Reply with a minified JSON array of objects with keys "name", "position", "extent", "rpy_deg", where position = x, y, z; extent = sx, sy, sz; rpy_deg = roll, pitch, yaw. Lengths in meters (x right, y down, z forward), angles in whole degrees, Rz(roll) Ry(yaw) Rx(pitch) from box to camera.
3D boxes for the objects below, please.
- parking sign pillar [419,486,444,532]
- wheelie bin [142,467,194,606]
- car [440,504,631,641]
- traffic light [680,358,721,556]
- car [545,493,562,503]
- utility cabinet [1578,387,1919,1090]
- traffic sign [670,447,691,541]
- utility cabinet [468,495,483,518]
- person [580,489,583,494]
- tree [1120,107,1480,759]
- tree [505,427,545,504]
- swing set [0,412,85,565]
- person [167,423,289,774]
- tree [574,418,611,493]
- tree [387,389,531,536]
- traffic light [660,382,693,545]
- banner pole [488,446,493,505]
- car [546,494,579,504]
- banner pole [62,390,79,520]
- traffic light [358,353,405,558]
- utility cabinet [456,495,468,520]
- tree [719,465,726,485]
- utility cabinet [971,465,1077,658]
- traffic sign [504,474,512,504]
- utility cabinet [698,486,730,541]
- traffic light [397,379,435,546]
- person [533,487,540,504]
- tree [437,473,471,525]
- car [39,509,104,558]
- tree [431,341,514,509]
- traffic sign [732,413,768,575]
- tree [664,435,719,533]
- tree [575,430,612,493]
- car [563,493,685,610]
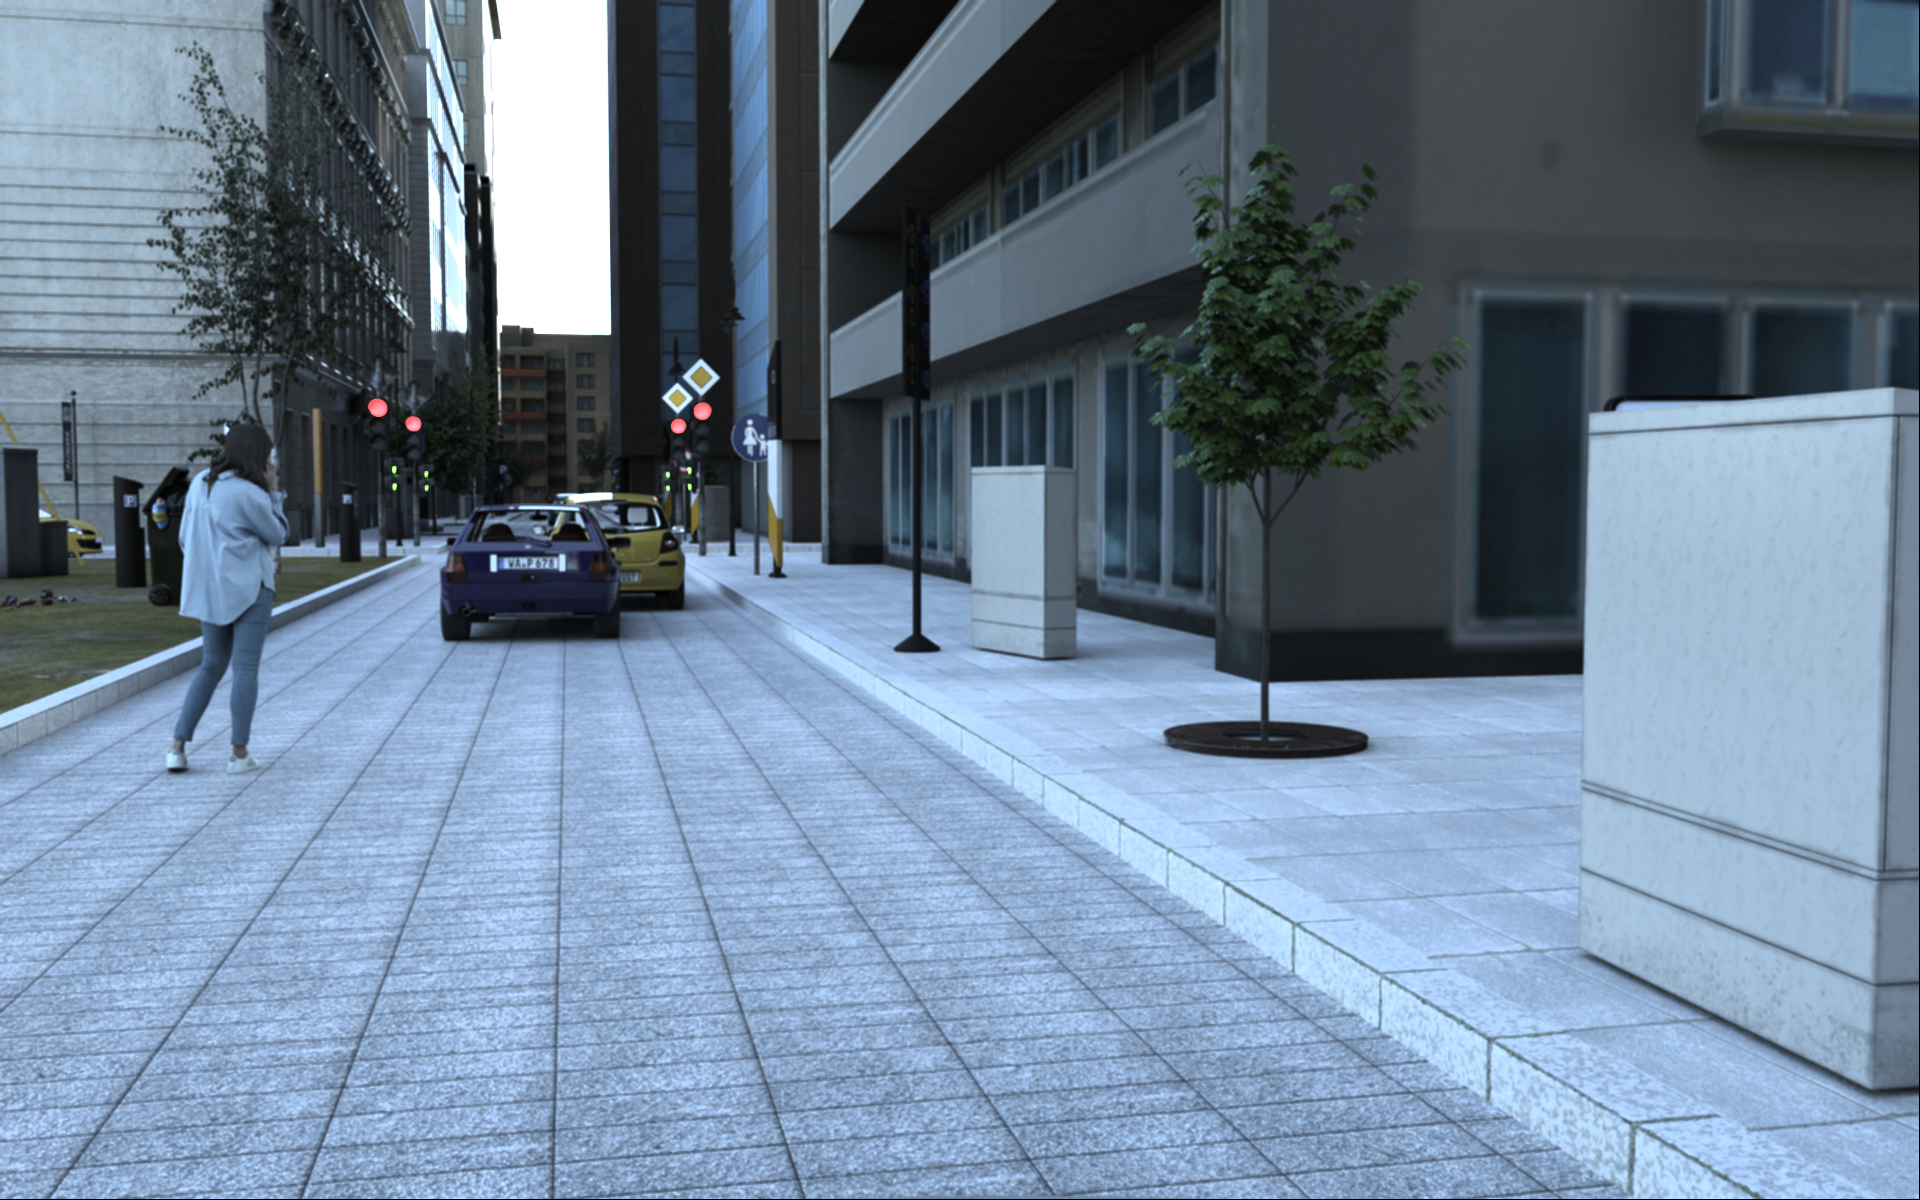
[{"name":"parking sign pillar","position":[-18.308,-4.299,58.769],"extent":[1.447,3.967,1.447],"rpy_deg":[-1,4,-21]},{"name":"wheelie bin","position":[-9.058,-0.750,20.171],"extent":[0.693,1.594,0.980],"rpy_deg":[-1,4,-10]},{"name":"car","position":[-4.486,-0.356,18.403],"extent":[1.945,1.354,3.894],"rpy_deg":[-1,4,-11]},{"name":"traffic light","position":[-5.375,-2.875,35.927],"extent":[0.839,4.253,0.868],"rpy_deg":[-1,4,-13]},{"name":"car","position":[-34.233,-8.472,147.555],"extent":[2.155,1.783,4.494],"rpy_deg":[-1,4,-14]},{"name":"utility cabinet","position":[1.976,0.273,4.223],"extent":[0.318,1.500,1.173],"rpy_deg":[-1,4,-10]},{"name":"traffic sign","position":[-7.499,-2.878,47.162],"extent":[0.768,2.556,0.104],"rpy_deg":[0,4,-7]},{"name":"utility cabinet","position":[-25.726,-4.916,91.531],"extent":[1.020,1.237,0.306],"rpy_deg":[1,4,12]},{"name":"person","position":[-29.770,-7.813,136.174],"extent":[0.705,1.831,1.348],"rpy_deg":[-1,4,-21]},{"name":"tree","position":[1.462,-0.863,8.714],"extent":[1.663,3.219,1.824],"rpy_deg":[0,3,0]},{"name":"tree","position":[-48.067,-14.713,190.912],"extent":[4.360,8.622,3.978],"rpy_deg":[0,3,0]},{"name":"swing set","position":[-17.837,-2.073,31.517],"extent":[2.862,2.851,3.119],"rpy_deg":[-3,4,-37]},{"name":"person","position":[-3.783,-0.008,8.903],"extent":[0.793,1.790,0.793],"rpy_deg":[-1,4,-10]},{"name":"tree","position":[-34.742,-13.240,166.831],"extent":[4.737,8.622,4.395],"rpy_deg":[0,3,0]},{"name":"tree","position":[-16.425,-4.306,54.115],"extent":[4.285,4.588,4.351],"rpy_deg":[0,3,0]},{"name":"traffic light","position":[-7.134,-3.351,43.717],"extent":[0.839,4.253,0.868],"rpy_deg":[-1,4,-13]},{"name":"banner pole","position":[-24.710,-6.188,91.187],"extent":[0.401,3.779,0.863],"rpy_deg":[-2,4,-30]},{"name":"car","position":[-18.018,-4.167,79.925],"extent":[2.131,1.459,4.920],"rpy_deg":[-1,4,-11]},{"name":"banner pole","position":[-21.383,-3.159,41.674],"extent":[0.401,3.779,0.863],"rpy_deg":[0,4,-3]},{"name":"traffic light","position":[-11.528,-2.789,34.526],"extent":[0.839,4.253,0.868],"rpy_deg":[-1,4,-13]},{"name":"utility cabinet","position":[-25.195,-4.662,87.386],"extent":[0.306,1.237,1.020],"rpy_deg":[-2,4,-26]},{"name":"tree","position":[-8.876,-3.975,59.592],"extent":[1.663,3.219,1.824],"rpy_deg":[0,3,0]},{"name":"utility cabinet","position":[0.507,-0.316,13.838],"extent":[0.318,1.500,1.173],"rpy_deg":[-2,4,-28]},{"name":"traffic sign","position":[-29.075,-6.782,110.993],"extent":[0.768,2.556,0.104],"rpy_deg":[-1,4,-11]},{"name":"utility cabinet","position":[-6.657,-2.319,46.600],"extent":[0.318,1.500,1.173],"rpy_deg":[2,4,30]},{"name":"traffic light","position":[-13.287,-3.266,42.316],"extent":[0.839,4.253,0.868],"rpy_deg":[-1,4,-13]},{"name":"person","position":[-23.748,-5.428,97.258],"extent":[0.388,1.821,0.555],"rpy_deg":[0,4,-8]},{"name":"tree","position":[-20.945,-4.697,71.397],"extent":[1.663,3.219,1.824],"rpy_deg":[0,3,0]},{"name":"car","position":[-20.295,-1.610,36.549],"extent":[3.980,1.641,2.015],"rpy_deg":[-1,4,-11]},{"name":"tree","position":[-23.564,-8.151,83.626],"extent":[4.737,8.622,4.395],"rpy_deg":[0,3,0]},{"name":"traffic sign","position":[-3.223,-1.671,27.425],"extent":[0.768,2.556,0.104],"rpy_deg":[0,4,-7]},{"name":"tree","position":[-8.974,-3.825,57.137],"extent":[1.663,3.219,1.824],"rpy_deg":[0,3,0]},{"name":"tree","position":[-40.345,-14.837,192.954],"extent":[4.360,8.622,3.978],"rpy_deg":[0,3,0]},{"name":"car","position":[-4.577,-0.763,22.699],"extent":[2.015,1.641,3.980],"rpy_deg":[-1,4,-13]}]
